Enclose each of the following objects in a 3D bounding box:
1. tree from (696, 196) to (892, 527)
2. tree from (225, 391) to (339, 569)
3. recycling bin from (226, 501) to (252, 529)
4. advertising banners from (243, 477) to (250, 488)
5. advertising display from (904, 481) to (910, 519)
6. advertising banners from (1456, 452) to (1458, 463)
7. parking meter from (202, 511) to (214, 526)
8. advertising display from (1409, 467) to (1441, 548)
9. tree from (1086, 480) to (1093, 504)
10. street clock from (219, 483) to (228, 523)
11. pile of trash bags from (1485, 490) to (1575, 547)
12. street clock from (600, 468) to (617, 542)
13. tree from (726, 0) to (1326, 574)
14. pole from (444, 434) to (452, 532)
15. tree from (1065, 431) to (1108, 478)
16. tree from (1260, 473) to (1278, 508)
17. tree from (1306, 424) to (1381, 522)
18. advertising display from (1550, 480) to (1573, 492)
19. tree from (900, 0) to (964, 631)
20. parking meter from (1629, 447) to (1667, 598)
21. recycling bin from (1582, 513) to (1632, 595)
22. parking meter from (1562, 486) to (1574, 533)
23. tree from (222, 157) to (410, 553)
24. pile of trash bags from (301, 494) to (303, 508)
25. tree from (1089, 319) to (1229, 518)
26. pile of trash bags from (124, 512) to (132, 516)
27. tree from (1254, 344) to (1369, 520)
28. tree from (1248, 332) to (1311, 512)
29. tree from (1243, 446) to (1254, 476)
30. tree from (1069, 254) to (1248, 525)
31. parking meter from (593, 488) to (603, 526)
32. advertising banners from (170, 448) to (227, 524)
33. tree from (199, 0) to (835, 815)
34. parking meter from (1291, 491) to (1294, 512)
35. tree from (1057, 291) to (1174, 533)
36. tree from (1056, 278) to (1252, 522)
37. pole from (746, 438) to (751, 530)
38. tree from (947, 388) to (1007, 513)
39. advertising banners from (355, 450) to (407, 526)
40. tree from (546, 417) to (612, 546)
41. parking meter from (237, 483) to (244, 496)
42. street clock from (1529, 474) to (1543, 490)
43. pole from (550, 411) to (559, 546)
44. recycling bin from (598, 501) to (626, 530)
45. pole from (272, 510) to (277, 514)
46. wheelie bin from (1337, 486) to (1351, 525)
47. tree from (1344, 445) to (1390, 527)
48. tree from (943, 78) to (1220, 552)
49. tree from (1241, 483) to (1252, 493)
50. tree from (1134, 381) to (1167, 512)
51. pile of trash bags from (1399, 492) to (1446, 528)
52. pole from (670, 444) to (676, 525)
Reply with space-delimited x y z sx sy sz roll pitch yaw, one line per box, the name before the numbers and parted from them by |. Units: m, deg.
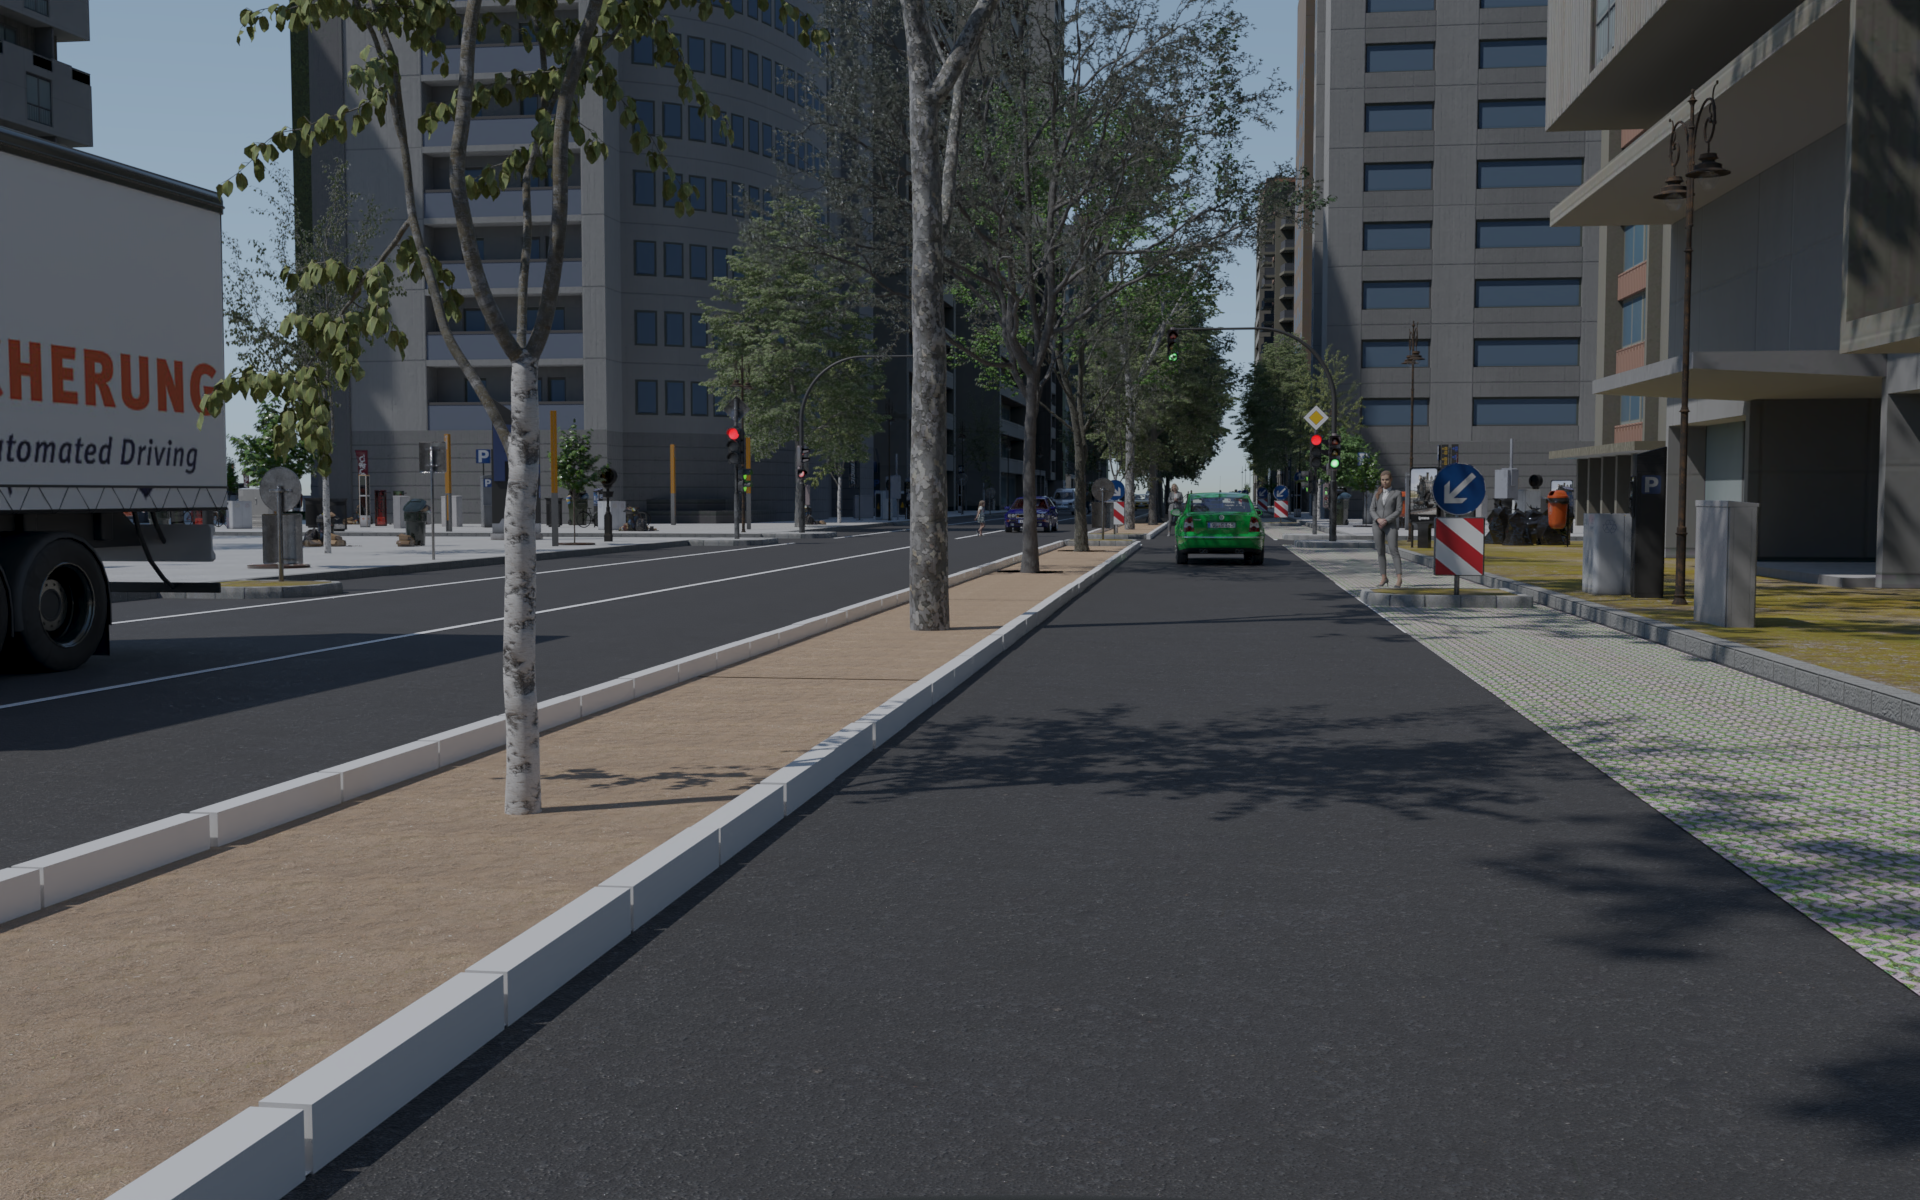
tree | -6.644 -9.099 66.888 7.486 12.596 7.792 0 3 0
tree | -11.982 -2.171 30.101 1.663 3.219 1.824 0 3 0
recycling bin | -26.620 -3.144 63.951 0.722 1.027 0.722 -3 5 -40
advertising banners | -53.935 -8.356 132.810 2.074 3.025 0.090 -2 4 -32
advertising display | -2.581 -5.070 88.112 0.123 1.923 0.974 2 4 24
advertising banners | 20.628 -4.651 72.229 0.090 3.025 2.074 1 4 11
parking meter | -27.623 -3.375 63.589 0.372 1.533 0.369 0 3 0
advertising display | 10.998 -2.187 40.968 0.123 1.923 0.974 -2 4 -27
tree | 17.843 -14.601 233.321 1.663 3.219 1.824 0 3 0
street clock | -32.682 -4.410 76.666 0.471 2.002 0.358 -3 4 -39
pile of trash bags | 14.398 -2.047 43.225 1.912 1.369 3.447 0 4 -2
street clock | -9.483 -2.574 46.657 0.471 2.002 0.358 1 4 9
tree | 1.258 -7.234 31.099 12.009 13.543 11.850 0 3 0
pole | -17.393 -3.977 58.865 0.158 3.312 0.155 0 3 0
tree | 14.364 -16.713 207.676 8.767 10.594 7.601 0 4 6
tree | 28.747 -10.140 160.385 1.663 3.219 1.824 0 3 0
tree | 18.044 -5.974 81.388 4.285 4.588 4.351 0 3 0
advertising display | 27.148 -4.461 78.157 0.974 1.923 0.123 2 4 33
tree | 0.761 -9.677 16.566 12.611 20.169 13.585 0 3 0
parking meter | 8.488 -0.960 21.399 0.399 1.863 0.255 1 4 10
recycling bin | 8.459 -0.595 22.285 0.722 1.027 0.722 0 4 8
parking meter | 19.815 -2.940 56.481 0.372 1.533 0.369 0 3 0
tree | -13.901 -5.306 37.108 4.360 8.622 3.978 0 3 0
pile of trash bags | -38.352 -5.768 104.054 3.447 1.369 1.912 -3 5 -42
tree | 13.096 -12.465 112.921 9.857 13.997 8.962 0 3 0
pile of trash bags | -53.017 -6.246 111.871 3.447 1.369 1.912 -1 4 -21
tree | 18.034 -8.312 86.264 4.737 8.622 4.395 0 3 0
tree | 22.661 -12.472 122.039 7.486 12.596 7.792 0 3 0
tree | 37.339 -16.280 216.545 4.737 8.622 4.395 0 3 0
tree | 8.882 -9.668 78.653 7.486 12.596 7.792 0 3 0
parking meter | -14.379 -3.698 68.867 0.372 1.533 0.369 0 3 0
advertising banners | -28.519 -4.196 64.798 2.074 3.025 0.090 -1 4 -22
tree | -1.961 -3.358 7.730 4.737 8.622 4.395 0 3 0
parking meter | 23.929 -7.084 124.239 0.372 1.533 0.369 0 3 0
tree | 5.396 -6.534 59.655 4.360 8.622 3.978 0 3 0
tree | 9.805 -10.261 87.238 9.611 12.733 9.660 0 3 0
pole | -7.641 -4.205 62.598 0.158 3.312 0.155 0 3 0
tree | 1.463 -10.363 119.803 4.360 8.622 3.978 0 3 0
advertising banners | -23.091 -4.458 69.072 2.074 3.025 0.090 -3 5 -41
tree | -9.597 -3.000 43.645 1.663 3.219 1.824 0 3 0
parking meter | -37.671 -5.199 90.713 0.255 1.863 0.399 0 4 0
street clock | 21.272 -3.637 64.028 0.358 2.002 0.471 -2 4 -34
pole | -9.933 -2.971 42.416 0.158 3.312 0.155 0 3 0
recycling bin | -12.429 -3.014 61.832 0.722 1.027 0.722 3 4 37
pole | -26.287 -4.434 66.340 0.158 3.312 0.155 0 3 0
wheelie bin | 15.611 -3.871 71.203 0.980 1.594 0.693 3 4 36
tree | 15.876 -4.477 67.797 1.663 3.219 1.824 0 3 0
tree | 2.910 -6.995 42.589 9.928 11.665 9.643 0 3 0
tree | 44.185 -16.683 267.369 1.663 3.219 1.824 0 3 0
tree | 10.853 -8.752 95.906 4.737 8.622 4.395 0 3 0
pile of trash bags | 17.133 -3.356 64.626 1.912 1.369 3.447 3 4 36
pole | -11.797 -4.733 71.228 0.158 3.312 0.155 0 3 0
